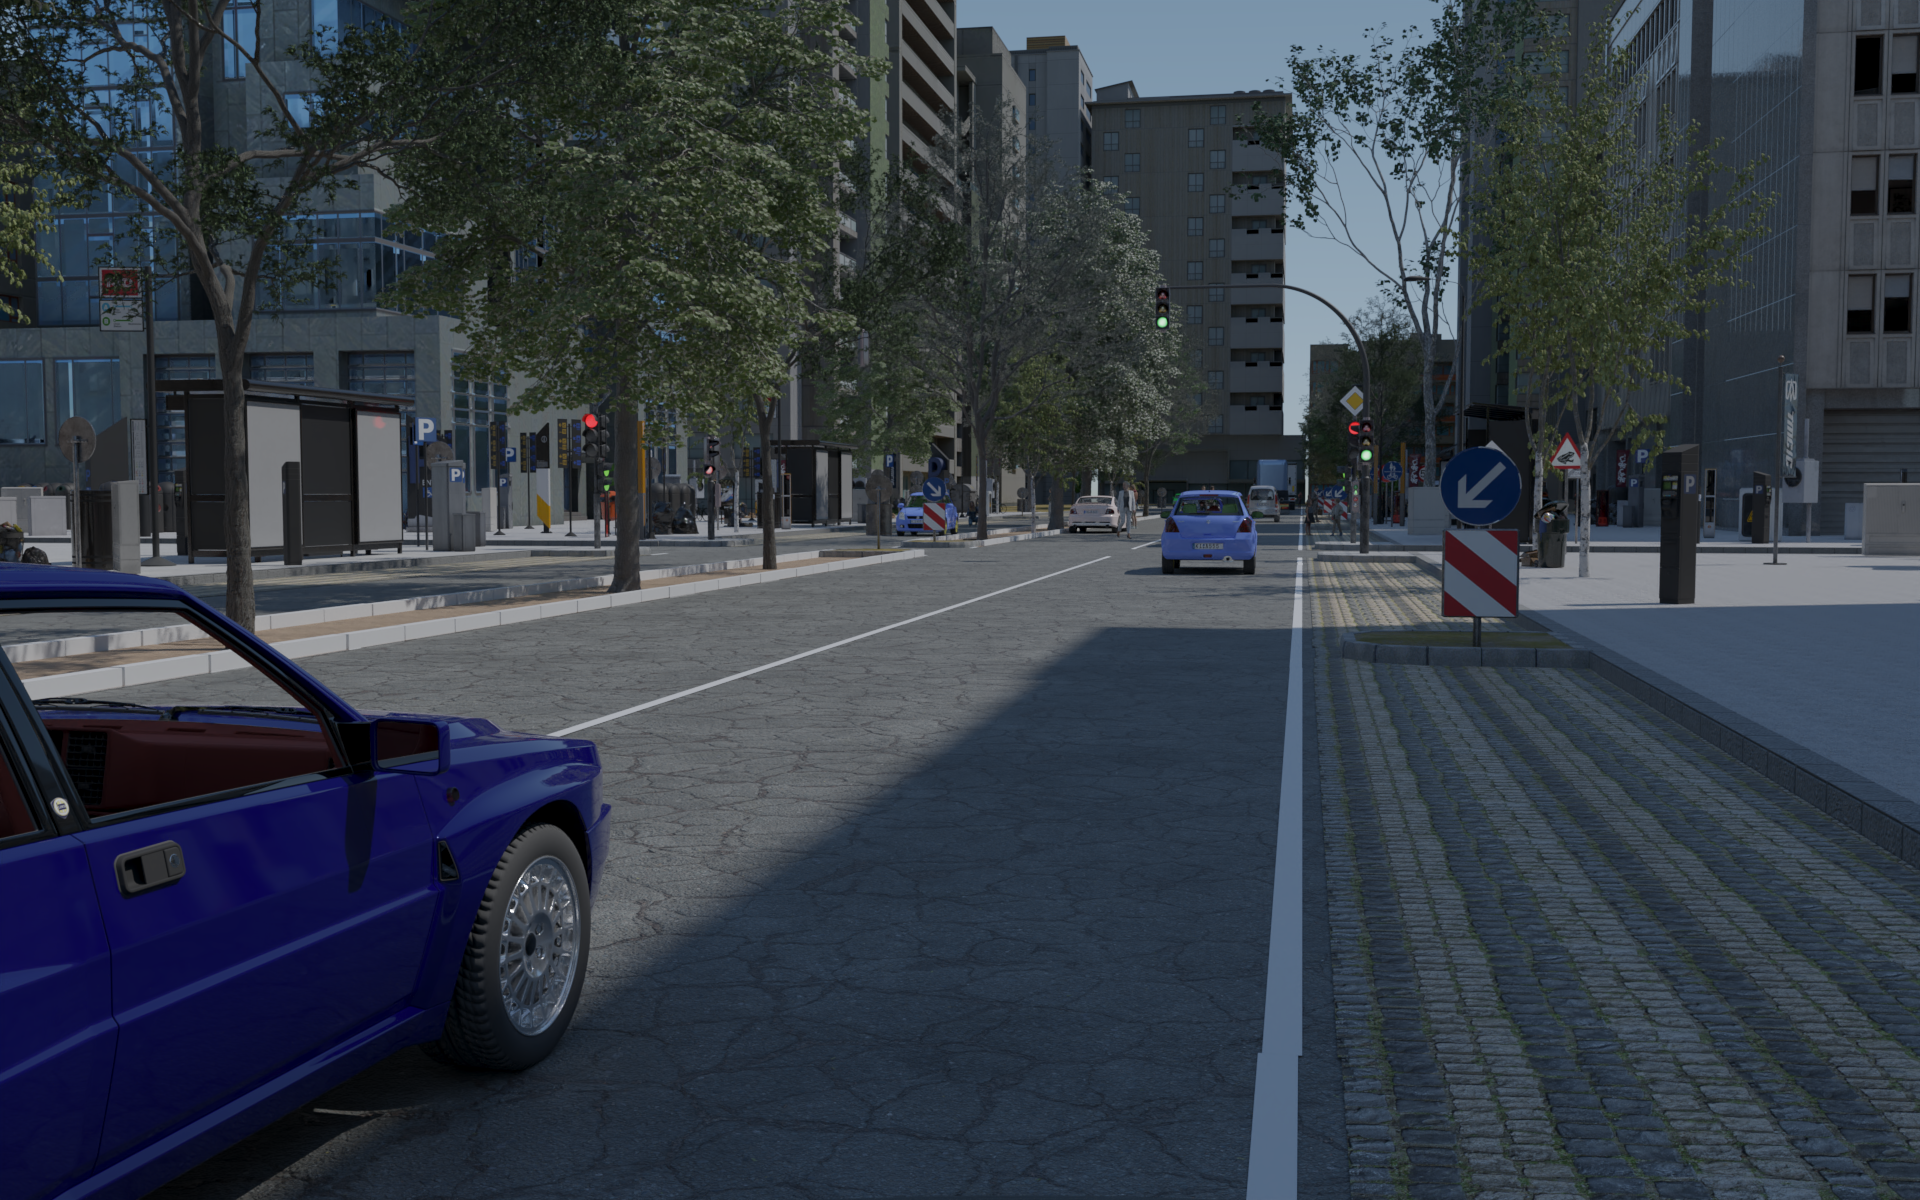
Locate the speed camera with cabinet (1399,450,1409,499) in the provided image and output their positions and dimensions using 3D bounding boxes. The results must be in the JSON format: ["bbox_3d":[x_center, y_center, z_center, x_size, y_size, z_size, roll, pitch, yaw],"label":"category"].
[{"bbox_3d":[20.452,-5.035,76.657,0.660,3.252,2.038,-3,5,-44],"label":"speed camera with cabinet"}]

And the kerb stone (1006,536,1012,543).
[{"bbox_3d":[1.308,-1.764,51.115,0.120,0.150,1.000,1,4,11],"label":"kerb stone"}]

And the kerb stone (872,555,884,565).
[{"bbox_3d":[-1.794,-0.811,35.463,0.120,0.150,1.000,1,4,11],"label":"kerb stone"}]

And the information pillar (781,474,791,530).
[{"bbox_3d":[-6.301,-3.559,62.689,0.304,2.012,0.304,-1,4,-18],"label":"information pillar"}]

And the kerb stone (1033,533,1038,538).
[{"bbox_3d":[2.305,-2.074,56.142,0.120,0.150,1.000,1,4,11],"label":"kerb stone"}]

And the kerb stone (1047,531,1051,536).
[{"bbox_3d":[2.902,-2.262,59.184,0.120,0.150,1.000,1,4,11],"label":"kerb stone"}]

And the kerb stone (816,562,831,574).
[{"bbox_3d":[-2.582,-0.559,31.434,0.120,0.150,1.000,1,4,11],"label":"kerb stone"}]

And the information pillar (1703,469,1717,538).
[{"bbox_3d":[21.802,-2.805,50.358,0.304,2.012,0.304,1,4,22],"label":"information pillar"}]

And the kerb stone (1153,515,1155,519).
[{"bbox_3d":[11.060,-4.785,100.424,0.120,0.150,1.000,1,4,11],"label":"kerb stone"}]

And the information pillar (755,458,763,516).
[{"bbox_3d":[-11.451,-6.569,98.757,0.504,3.616,0.183,-1,4,-14],"label":"information pillar"}]

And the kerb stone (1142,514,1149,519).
[{"bbox_3d":[10.263,-4.539,96.410,0.120,0.150,1.000,1,4,11],"label":"kerb stone"}]

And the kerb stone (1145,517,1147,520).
[{"bbox_3d":[10.059,-4.478,95.408,0.120,0.150,1.000,1,4,11],"label":"kerb stone"}]

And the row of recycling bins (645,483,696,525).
[{"bbox_3d":[-10.664,-3.488,64.140,1.069,1.692,3.534,1,4,12],"label":"row of recycling bins"}]

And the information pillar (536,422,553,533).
[{"bbox_3d":[-13.594,-3.987,56.542,0.504,3.616,0.183,1,4,22],"label":"information pillar"}]

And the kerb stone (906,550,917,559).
[{"bbox_3d":[-1.186,-0.992,38.470,0.120,0.150,1.000,1,4,11],"label":"kerb stone"}]

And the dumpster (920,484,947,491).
[{"bbox_3d":[-1.449,-5.127,89.577,1.264,1.857,1.865,1,4,11],"label":"dumpster"}]

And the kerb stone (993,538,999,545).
[{"bbox_3d":[0.903,-1.645,49.094,0.120,0.150,1.000,1,4,11],"label":"kerb stone"}]

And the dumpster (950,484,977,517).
[{"bbox_3d":[0.196,-5.639,97.953,1.264,1.857,1.865,1,4,11],"label":"dumpster"}]

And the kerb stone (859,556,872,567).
[{"bbox_3d":[-1.988,-0.749,34.452,0.120,0.150,1.000,1,4,11],"label":"kerb stone"}]

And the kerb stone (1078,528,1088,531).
[{"bbox_3d":[4.883,-2.875,69.241,0.120,0.150,1.000,1,4,11],"label":"kerb stone"}]

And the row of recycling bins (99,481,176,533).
[{"bbox_3d":[-26.908,-3.039,56.808,1.069,1.692,3.534,1,4,11],"label":"row of recycling bins"}]

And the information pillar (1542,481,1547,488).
[{"bbox_3d":[33.663,-5.835,99.896,0.304,2.012,0.304,1,4,14],"label":"information pillar"}]

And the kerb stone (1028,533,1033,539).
[{"bbox_3d":[2.107,-2.015,55.139,0.120,0.150,1.000,1,4,11],"label":"kerb stone"}]

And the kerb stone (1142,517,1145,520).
[{"bbox_3d":[9.864,-4.416,94.395,0.120,0.150,1.000,1,4,11],"label":"kerb stone"}]

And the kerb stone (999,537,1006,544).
[{"bbox_3d":[1.104,-1.707,50.097,0.120,0.150,1.000,1,4,11],"label":"kerb stone"}]

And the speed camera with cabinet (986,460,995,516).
[{"bbox_3d":[1.581,-6.518,100.904,0.660,3.252,2.038,1,4,11],"label":"speed camera with cabinet"}]

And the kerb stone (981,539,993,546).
[{"bbox_3d":[0.709,-1.583,48.089,0.120,0.150,1.000,1,4,11],"label":"kerb stone"}]

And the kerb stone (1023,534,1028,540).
[{"bbox_3d":[1.902,-1.953,54.128,0.120,0.150,1.000,1,4,11],"label":"kerb stone"}]

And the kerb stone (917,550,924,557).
[{"bbox_3d":[-0.981,-1.057,39.476,0.120,0.150,1.000,1,4,11],"label":"kerb stone"}]

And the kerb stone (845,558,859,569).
[{"bbox_3d":[-2.179,-0.688,33.448,0.120,0.150,1.000,1,4,11],"label":"kerb stone"}]

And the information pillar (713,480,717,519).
[{"bbox_3d":[-12.917,-5.276,90.750,0.304,2.012,0.304,-1,4,-21],"label":"information pillar"}]

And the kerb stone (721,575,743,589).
[{"bbox_3d":[-3.572,-0.258,26.417,0.120,0.150,1.000,1,4,11],"label":"kerb stone"}]

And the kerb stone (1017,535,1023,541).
[{"bbox_3d":[1.707,-1.892,53.124,0.120,0.150,1.000,1,4,11],"label":"kerb stone"}]

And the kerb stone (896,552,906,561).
[{"bbox_3d":[-1.386,-0.933,37.466,0.120,0.150,1.000,1,4,11],"label":"kerb stone"}]

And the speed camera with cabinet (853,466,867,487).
[{"bbox_3d":[-6.077,-6.061,93.434,2.038,3.252,0.660,0,4,2],"label":"speed camera with cabinet"}]

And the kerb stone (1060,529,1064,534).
[{"bbox_3d":[3.500,-2.445,62.192,0.120,0.150,1.000,1,4,11],"label":"kerb stone"}]

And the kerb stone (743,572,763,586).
[{"bbox_3d":[-3.373,-0.320,27.420,0.120,0.150,1.000,1,4,11],"label":"kerb stone"}]

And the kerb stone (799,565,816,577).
[{"bbox_3d":[-2.779,-0.496,30.429,0.120,0.150,1.000,1,4,11],"label":"kerb stone"}]

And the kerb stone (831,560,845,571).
[{"bbox_3d":[-2.382,-0.626,32.436,0.120,0.150,1.000,1,4,11],"label":"kerb stone"}]

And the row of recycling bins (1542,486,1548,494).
[{"bbox_3d":[25.936,-4.560,81.671,3.534,1.692,1.069,2,4,33],"label":"row of recycling bins"}]

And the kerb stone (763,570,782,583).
[{"bbox_3d":[-3.169,-0.381,28.421,0.120,0.150,1.000,1,4,11],"label":"kerb stone"}]

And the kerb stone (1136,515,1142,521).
[{"bbox_3d":[9.476,-4.293,92.379,0.120,0.150,1.000,1,4,11],"label":"kerb stone"}]

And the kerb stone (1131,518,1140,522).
[{"bbox_3d":[9.263,-4.231,91.379,0.120,0.150,1.000,1,4,11],"label":"kerb stone"}]

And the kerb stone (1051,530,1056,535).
[{"bbox_3d":[3.111,-2.321,60.185,0.120,0.150,1.000,1,4,11],"label":"kerb stone"}]

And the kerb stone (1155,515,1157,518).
[{"bbox_3d":[11.263,-4.844,101.429,0.120,0.150,1.000,1,4,11],"label":"kerb stone"}]

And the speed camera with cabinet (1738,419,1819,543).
[{"bbox_3d":[21.774,-3.166,46.098,0.660,3.252,2.038,-2,4,-25],"label":"speed camera with cabinet"}]

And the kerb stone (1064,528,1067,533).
[{"bbox_3d":[3.703,-2.508,63.209,0.120,0.150,1.000,1,4,11],"label":"kerb stone"}]

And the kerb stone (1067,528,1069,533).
[{"bbox_3d":[3.907,-2.570,64.211,0.120,0.150,1.000,1,4,11],"label":"kerb stone"}]

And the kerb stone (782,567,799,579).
[{"bbox_3d":[-2.984,-0.441,29.428,0.120,0.150,1.000,1,4,11],"label":"kerb stone"}]

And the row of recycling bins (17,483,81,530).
[{"bbox_3d":[-33.154,-3.420,63.027,3.534,1.692,1.069,2,4,33],"label":"row of recycling bins"}]

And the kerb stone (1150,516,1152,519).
[{"bbox_3d":[10.661,-4.656,98.417,0.120,0.150,1.000,1,4,11],"label":"kerb stone"}]

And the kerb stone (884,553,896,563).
[{"bbox_3d":[-1.585,-0.873,36.463,0.120,0.150,1.000,1,4,11],"label":"kerb stone"}]

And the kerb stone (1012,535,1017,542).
[{"bbox_3d":[1.504,-1.829,52.118,0.120,0.150,1.000,1,4,11],"label":"kerb stone"}]

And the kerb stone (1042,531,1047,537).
[{"bbox_3d":[2.706,-2.198,58.164,0.120,0.150,1.000,1,4,11],"label":"kerb stone"}]

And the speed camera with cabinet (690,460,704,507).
[{"bbox_3d":[-15.642,-6.466,100.054,0.660,3.252,2.038,2,4,31],"label":"speed camera with cabinet"}]

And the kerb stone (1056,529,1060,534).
[{"bbox_3d":[3.300,-2.383,61.190,0.120,0.150,1.000,1,4,11],"label":"kerb stone"}]

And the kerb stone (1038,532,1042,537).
[{"bbox_3d":[2.500,-2.139,57.162,0.120,0.150,1.000,1,4,11],"label":"kerb stone"}]

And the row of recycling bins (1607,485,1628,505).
[{"bbox_3d":[29.106,-4.253,76.653,1.069,1.692,3.534,1,4,19],"label":"row of recycling bins"}]
